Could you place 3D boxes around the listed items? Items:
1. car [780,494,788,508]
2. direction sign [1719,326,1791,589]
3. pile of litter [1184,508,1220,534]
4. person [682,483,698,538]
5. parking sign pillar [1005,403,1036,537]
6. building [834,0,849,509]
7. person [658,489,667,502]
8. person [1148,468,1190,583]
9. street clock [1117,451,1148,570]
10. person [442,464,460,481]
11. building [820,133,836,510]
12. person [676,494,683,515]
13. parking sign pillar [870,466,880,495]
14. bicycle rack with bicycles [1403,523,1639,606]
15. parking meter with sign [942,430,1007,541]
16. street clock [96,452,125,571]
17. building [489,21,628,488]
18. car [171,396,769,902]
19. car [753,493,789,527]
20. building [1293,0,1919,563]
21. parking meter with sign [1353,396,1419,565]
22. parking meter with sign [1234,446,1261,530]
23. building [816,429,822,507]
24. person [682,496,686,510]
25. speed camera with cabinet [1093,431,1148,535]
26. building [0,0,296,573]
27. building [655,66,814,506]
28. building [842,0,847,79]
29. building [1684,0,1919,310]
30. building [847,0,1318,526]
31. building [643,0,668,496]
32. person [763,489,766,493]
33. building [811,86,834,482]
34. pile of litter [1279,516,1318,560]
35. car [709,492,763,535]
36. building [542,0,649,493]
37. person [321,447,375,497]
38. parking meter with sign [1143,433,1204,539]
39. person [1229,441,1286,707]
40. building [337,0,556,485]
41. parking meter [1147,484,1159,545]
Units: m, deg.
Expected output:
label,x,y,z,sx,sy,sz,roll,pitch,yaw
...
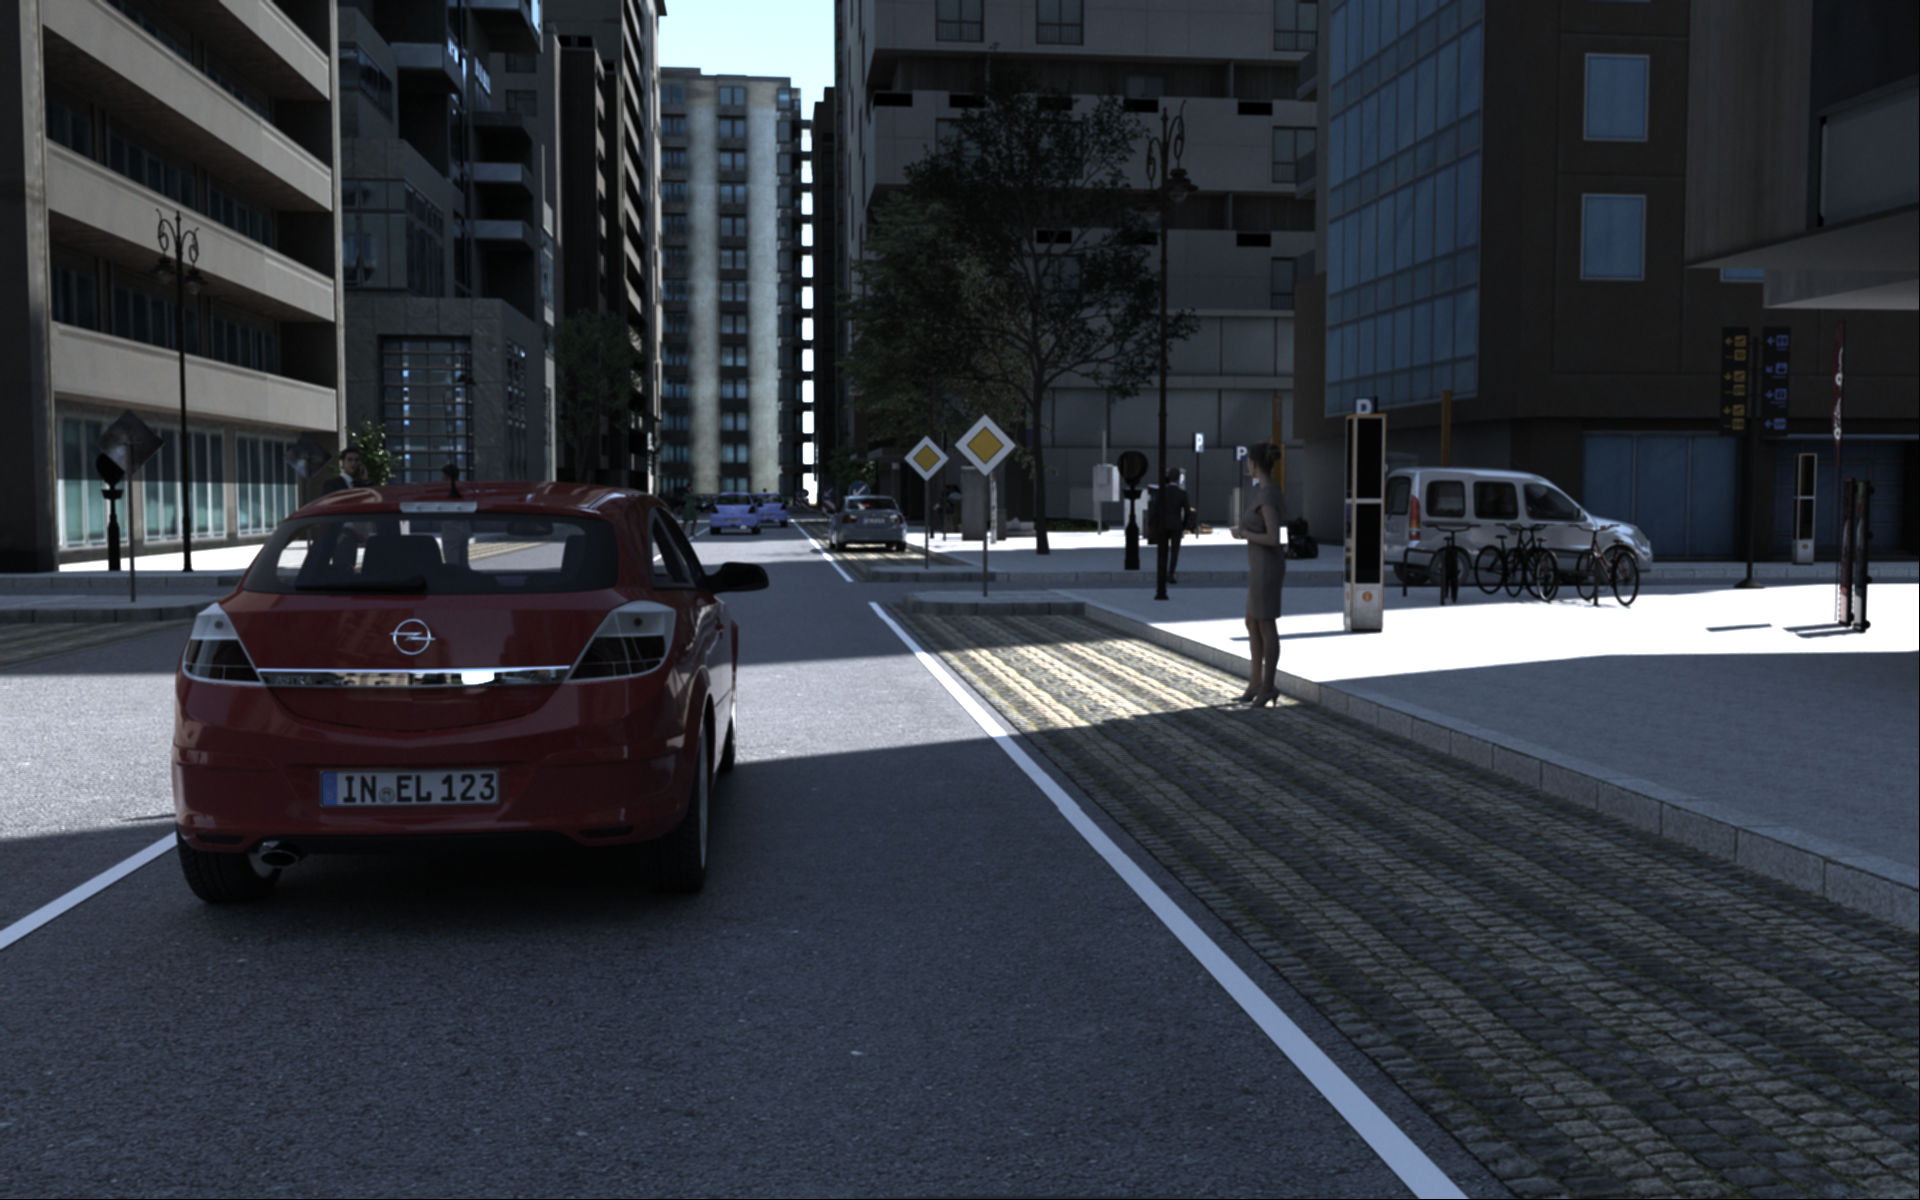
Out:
label,x,y,z,sx,sy,sz,roll,pitch,yaw
car,-9.814,-4.904,88.969,1.959,1.807,4.718,0,4,-7
direction sign,10.763,-1.928,23.515,0.876,3.537,0.379,0,4,7
pile of litter,7.601,-2.546,55.587,1.719,0.858,1.176,-1,4,-16
person,-8.836,-2.920,56.489,0.529,1.795,0.600,1,4,9
parking sign pillar,1.771,-3.871,51.769,1.447,3.967,1.447,-1,4,-21
building,-2.282,-27.171,127.841,14.154,41.232,14.086,0,4,-6
person,-21.419,-7.093,124.913,0.683,1.767,0.568,-3,4,-36
person,3.395,-1.204,27.958,0.659,1.850,0.755,1,4,13
street clock,2.908,-1.507,29.214,0.471,2.002,0.358,2,4,35
person,-6.346,-0.789,21.574,0.466,1.800,0.511,0,4,6
building,-4.461,-22.667,142.305,14.160,30.474,14.107,0,4,-6
person,-19.061,-6.484,117.752,0.421,1.427,0.697,-2,4,-31
parking sign pillar,-5.103,-7.035,103.497,1.447,3.967,1.447,-1,4,-10
bicycle rack with bicycles,6.592,-0.465,20.987,2.852,0.926,2.925,0,4,2
parking meter with sign,0.399,-3.148,47.725,1.738,3.016,0.543,0,4,-3
street clock,-14.188,-1.495,29.009,0.471,2.002,0.358,-2,4,-25
building,-28.846,-20.658,109.468,14.160,30.474,14.107,0,4,-6
car,-1.933,0.087,7.625,2.155,1.783,4.494,0,4,-5
car,-8.414,-4.034,75.552,1.945,1.707,3.694,0,4,-8
building,16.473,-23.722,37.962,14.200,45.320,14.600,0,4,-6
parking meter with sign,7.982,-2.158,31.547,1.738,3.016,0.543,-2,4,-30
parking meter with sign,10.375,-4.004,61.730,0.543,3.016,1.738,-1,4,-16
building,-2.215,-52.081,164.197,22.319,86.520,31.000,0,4,-6
person,-19.044,-6.608,119.725,0.799,1.438,0.628,3,5,42
speed camera with cabinet,5.202,-3.653,54.067,2.038,3.252,0.660,2,4,28
building,-26.674,-25.205,35.801,21.300,48.544,21.600,0,4,-6
building,-32.162,-35.313,196.975,30.456,49.044,23.786,0,4,-6
building,-0.400,-28.298,112.786,14.600,45.320,14.200,0,4,-6
building,11.798,-19.808,7.458,14.154,41.232,14.086,0,4,-6
building,8.677,-30.118,81.668,28.713,52.752,27.495,0,4,-6
building,-41.741,-34.997,161.438,27.495,52.752,28.713,0,4,-6
person,-13.723,-6.918,121.629,0.705,1.821,1.348,-1,4,-23
building,-9.293,-33.290,194.394,14.200,45.320,14.600,0,4,-6
pile of litter,6.456,-1.249,34.380,1.719,0.858,1.176,-3,4,-38
car,-8.060,-3.222,62.277,1.945,1.707,3.694,0,4,-5
building,-34.526,-30.758,126.593,21.300,48.544,21.600,0,4,-6
person,-6.117,-0.584,17.411,0.474,1.900,0.648,1,4,9
parking meter with sign,6.113,-3.289,50.031,1.738,3.016,0.543,2,4,33
person,1.990,-0.168,11.590,0.374,1.781,0.599,1,4,11
building,-27.885,-46.256,68.954,22.319,86.520,31.000,0,4,-6
parking meter,4.919,-2.158,43.697,0.372,1.533,0.369,0,3,0
